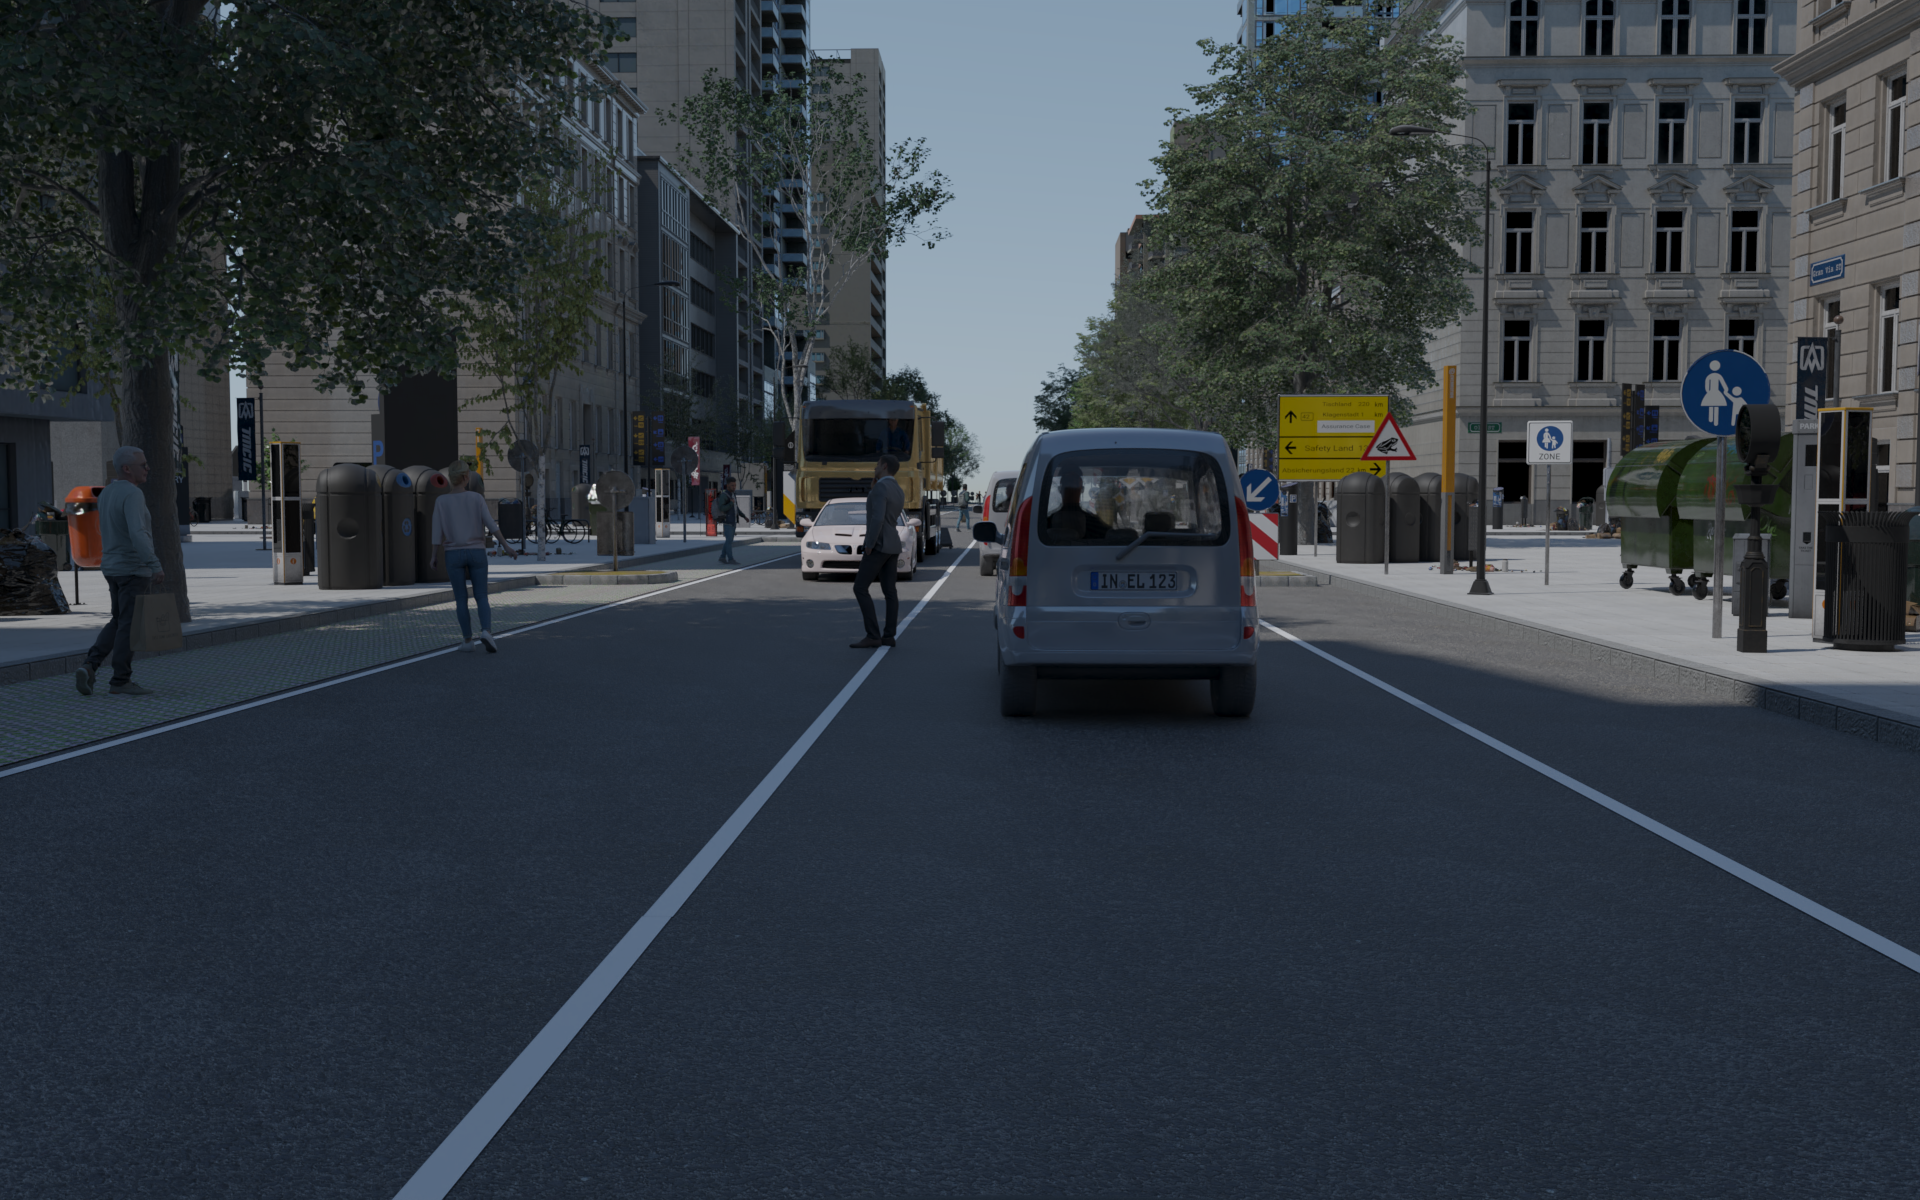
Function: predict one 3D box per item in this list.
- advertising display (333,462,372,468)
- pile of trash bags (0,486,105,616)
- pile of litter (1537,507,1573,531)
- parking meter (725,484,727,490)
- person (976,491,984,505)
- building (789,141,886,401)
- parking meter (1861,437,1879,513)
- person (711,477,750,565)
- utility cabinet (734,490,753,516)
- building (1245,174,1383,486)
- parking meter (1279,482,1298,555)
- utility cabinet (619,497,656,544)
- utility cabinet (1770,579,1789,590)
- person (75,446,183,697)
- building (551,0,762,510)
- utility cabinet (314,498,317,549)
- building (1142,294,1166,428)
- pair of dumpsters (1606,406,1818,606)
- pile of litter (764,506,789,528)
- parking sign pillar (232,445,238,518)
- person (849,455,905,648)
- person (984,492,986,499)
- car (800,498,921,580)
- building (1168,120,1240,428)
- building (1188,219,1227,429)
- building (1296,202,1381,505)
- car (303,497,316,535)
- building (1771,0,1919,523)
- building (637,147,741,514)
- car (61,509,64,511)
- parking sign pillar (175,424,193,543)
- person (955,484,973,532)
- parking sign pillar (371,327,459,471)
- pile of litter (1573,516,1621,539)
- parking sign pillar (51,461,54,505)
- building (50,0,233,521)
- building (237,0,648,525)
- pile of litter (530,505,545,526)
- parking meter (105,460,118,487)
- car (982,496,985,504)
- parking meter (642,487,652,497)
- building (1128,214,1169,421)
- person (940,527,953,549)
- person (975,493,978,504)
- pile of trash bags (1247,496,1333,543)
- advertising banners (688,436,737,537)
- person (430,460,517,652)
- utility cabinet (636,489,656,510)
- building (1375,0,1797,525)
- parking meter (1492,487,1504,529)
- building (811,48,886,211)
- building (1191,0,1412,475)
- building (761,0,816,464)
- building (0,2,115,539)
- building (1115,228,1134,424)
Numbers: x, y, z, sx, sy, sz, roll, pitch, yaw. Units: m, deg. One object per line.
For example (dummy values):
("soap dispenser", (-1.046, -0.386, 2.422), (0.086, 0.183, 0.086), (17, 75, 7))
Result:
("advertising display", (-12.211, -1.832, 35.162), (0.974, 1.923, 0.123), (0, 4, 1))
("pile of trash bags", (-10.422, -0.541, 18.591), (1.912, 1.369, 3.447), (1, 4, 18))
("pile of litter", (21.116, -2.856, 60.657), (1.176, 0.858, 1.719), (-3, 5, -44))
("parking meter", (-13.113, -5.661, 98.270), (0.255, 1.863, 0.399), (-3, 5, -40))
("person", (2.319, -11.906, 203.180), (1.348, 1.822, 0.705), (-3, 5, -43))
("building", (-22.223, -37.760, 241.077), (21.300, 48.544, 21.600), (0, 4, 2))
("parking meter", (7.866, -0.588, 15.329), (0.399, 1.863, 0.255), (0, 4, -8))
("person", (-4.629, -1.588, 34.809), (0.721, 1.781, 0.623), (0, 4, 5))
("utility cabinet", (-11.172, -4.869, 88.288), (1.173, 1.500, 0.318), (-1, 4, -14))
("building", (26.571, -18.077, 124.445), (11.050, 23.489, 19.941), (0, 4, 2))
("parking meter", (6.900, -1.708, 36.341), (0.372, 1.533, 0.369), (0, 3, 0))
("utility cabinet", (-8.303, -2.043, 44.561), (1.020, 1.237, 0.306), (2, 4, 30))
("utility cabinet", (11.101, -0.763, 23.645), (0.306, 1.237, 1.020), (-2, 4, -23))
("person", (-5.821, -0.190, 12.098), (0.782, 1.767, 0.515), (3, 5, 40))
("building", (-25.274, -43.256, 145.493), (20.563, 71.187, 20.611), (0, 4, 2))
("utility cabinet", (-14.561, -1.794, 40.486), (0.306, 1.237, 1.020), (2, 4, 32))
("building", (31.810, -28.804, 242.638), (14.160, 30.474, 14.107), (0, 4, 2))
("pair of dumpsters", (9.469, -1.151, 21.311), (1.574, 2.255, 4.437), (0, 4, 2))
("pile of litter", (-6.864, -3.139, 65.285), (1.176, 0.858, 1.719), (1, 4, 9))
("parking sign pillar", (-40.104, -6.525, 95.163), (1.447, 3.967, 1.447), (0, 4, 2))
("person", (-0.767, -0.462, 16.239), (0.473, 1.802, 0.592), (3, 4, 38))
("person", (2.895, -11.662, 199.850), (0.721, 1.739, 1.217), (-2, 4, -24))
("car", (-1.707, -1.095, 30.267), (2.083, 1.381, 4.827), (0, 4, 0))
("building", (30.077, -31.124, 192.473), (14.154, 41.232, 14.086), (0, 4, 2))
("building", (30.319, -24.867, 178.275), (14.160, 30.474, 14.107), (0, 4, 2))
("building", (25.949, -14.702, 105.011), (10.561, 19.102, 19.286), (0, 4, 2))
("car", (-19.736, -2.885, 57.397), (3.980, 1.641, 2.015), (0, 4, 3))
("building", (24.446, -14.084, 27.540), (12.463, 27.353, 25.104), (0, 4, 2))
("building", (-23.455, -17.878, 111.373), (14.314, 24.678, 30.058), (0, 4, 2))
("car", (-27.824, -2.937, 57.056), (4.494, 1.783, 2.155), (0, 4, 3))
("parking sign pillar", (-21.153, -3.508, 45.834), (1.447, 3.967, 1.447), (3, 5, 43))
("person", (0.147, -3.458, 65.031), (0.713, 1.824, 0.794), (-1, 4, -19))
("parking sign pillar", (-8.677, -2.393, 27.600), (1.447, 3.967, 1.447), (3, 5, 42))
("pile of litter", (18.780, -2.188, 49.744), (1.176, 0.858, 1.719), (-2, 4, -33))
("parking sign pillar", (-57.576, -7.284, 107.570), (1.447, 3.967, 1.447), (1, 4, 23))
("building", (-45.474, -15.892, 77.855), (19.932, 24.808, 12.078), (0, 4, 2))
("building", (-23.723, -17.523, 83.757), (12.463, 27.353, 25.104), (0, 4, 2))
("pile of litter", (-17.595, -3.473, 70.753), (1.176, 0.858, 1.719), (2, 4, 30))
("parking meter", (-12.631, -1.248, 26.113), (0.399, 1.863, 0.255), (0, 4, -3))
("car", (4.124, -14.015, 241.510), (2.083, 1.381, 4.827), (0, 4, 1))
("parking meter", (-11.759, -3.467, 65.097), (0.372, 1.533, 0.369), (0, 3, 0))
("building", (36.977, -37.306, 264.580), (22.147, 44.769, 28.867), (0, 4, 2))
("person", (-0.880, -2.253, 45.558), (0.699, 1.804, 1.509), (-2, 4, -35))
("person", (2.358, -14.624, 249.073), (0.593, 1.643, 0.415), (1, 4, 14))
("pile of trash bags", (9.601, -2.212, 45.923), (3.447, 1.369, 1.912), (2, 4, 26))
("advertising banners", (-7.464, -3.418, 52.070), (2.074, 3.025, 0.090), (3, 5, 40))
("person", (-4.381, -0.400, 15.712), (0.731, 1.740, 0.598), (-2, 4, -31))
("utility cabinet", (-14.764, -4.493, 82.132), (1.173, 1.500, 0.318), (-1, 4, -10))
("building", (42.060, -18.400, 77.259), (44.131, 29.872, 17.030), (0, 4, 2))
("parking meter", (19.534, -3.332, 62.888), (0.372, 1.533, 0.369), (0, 3, 0))
("building", (-20.412, -51.702, 283.572), (20.563, 71.187, 20.611), (0, 4, 2))
("building", (33.181, -51.454, 153.952), (22.319, 86.520, 31.000), (0, 4, 2))
("building", (-25.375, -52.529, 171.512), (22.319, 86.520, 31.000), (0, 4, 2))
("building", (-25.683, -16.018, 33.599), (14.107, 30.474, 14.160), (0, 4, 2))
("building", (32.861, -38.918, 286.415), (14.600, 45.320, 14.200), (0, 4, 2))
